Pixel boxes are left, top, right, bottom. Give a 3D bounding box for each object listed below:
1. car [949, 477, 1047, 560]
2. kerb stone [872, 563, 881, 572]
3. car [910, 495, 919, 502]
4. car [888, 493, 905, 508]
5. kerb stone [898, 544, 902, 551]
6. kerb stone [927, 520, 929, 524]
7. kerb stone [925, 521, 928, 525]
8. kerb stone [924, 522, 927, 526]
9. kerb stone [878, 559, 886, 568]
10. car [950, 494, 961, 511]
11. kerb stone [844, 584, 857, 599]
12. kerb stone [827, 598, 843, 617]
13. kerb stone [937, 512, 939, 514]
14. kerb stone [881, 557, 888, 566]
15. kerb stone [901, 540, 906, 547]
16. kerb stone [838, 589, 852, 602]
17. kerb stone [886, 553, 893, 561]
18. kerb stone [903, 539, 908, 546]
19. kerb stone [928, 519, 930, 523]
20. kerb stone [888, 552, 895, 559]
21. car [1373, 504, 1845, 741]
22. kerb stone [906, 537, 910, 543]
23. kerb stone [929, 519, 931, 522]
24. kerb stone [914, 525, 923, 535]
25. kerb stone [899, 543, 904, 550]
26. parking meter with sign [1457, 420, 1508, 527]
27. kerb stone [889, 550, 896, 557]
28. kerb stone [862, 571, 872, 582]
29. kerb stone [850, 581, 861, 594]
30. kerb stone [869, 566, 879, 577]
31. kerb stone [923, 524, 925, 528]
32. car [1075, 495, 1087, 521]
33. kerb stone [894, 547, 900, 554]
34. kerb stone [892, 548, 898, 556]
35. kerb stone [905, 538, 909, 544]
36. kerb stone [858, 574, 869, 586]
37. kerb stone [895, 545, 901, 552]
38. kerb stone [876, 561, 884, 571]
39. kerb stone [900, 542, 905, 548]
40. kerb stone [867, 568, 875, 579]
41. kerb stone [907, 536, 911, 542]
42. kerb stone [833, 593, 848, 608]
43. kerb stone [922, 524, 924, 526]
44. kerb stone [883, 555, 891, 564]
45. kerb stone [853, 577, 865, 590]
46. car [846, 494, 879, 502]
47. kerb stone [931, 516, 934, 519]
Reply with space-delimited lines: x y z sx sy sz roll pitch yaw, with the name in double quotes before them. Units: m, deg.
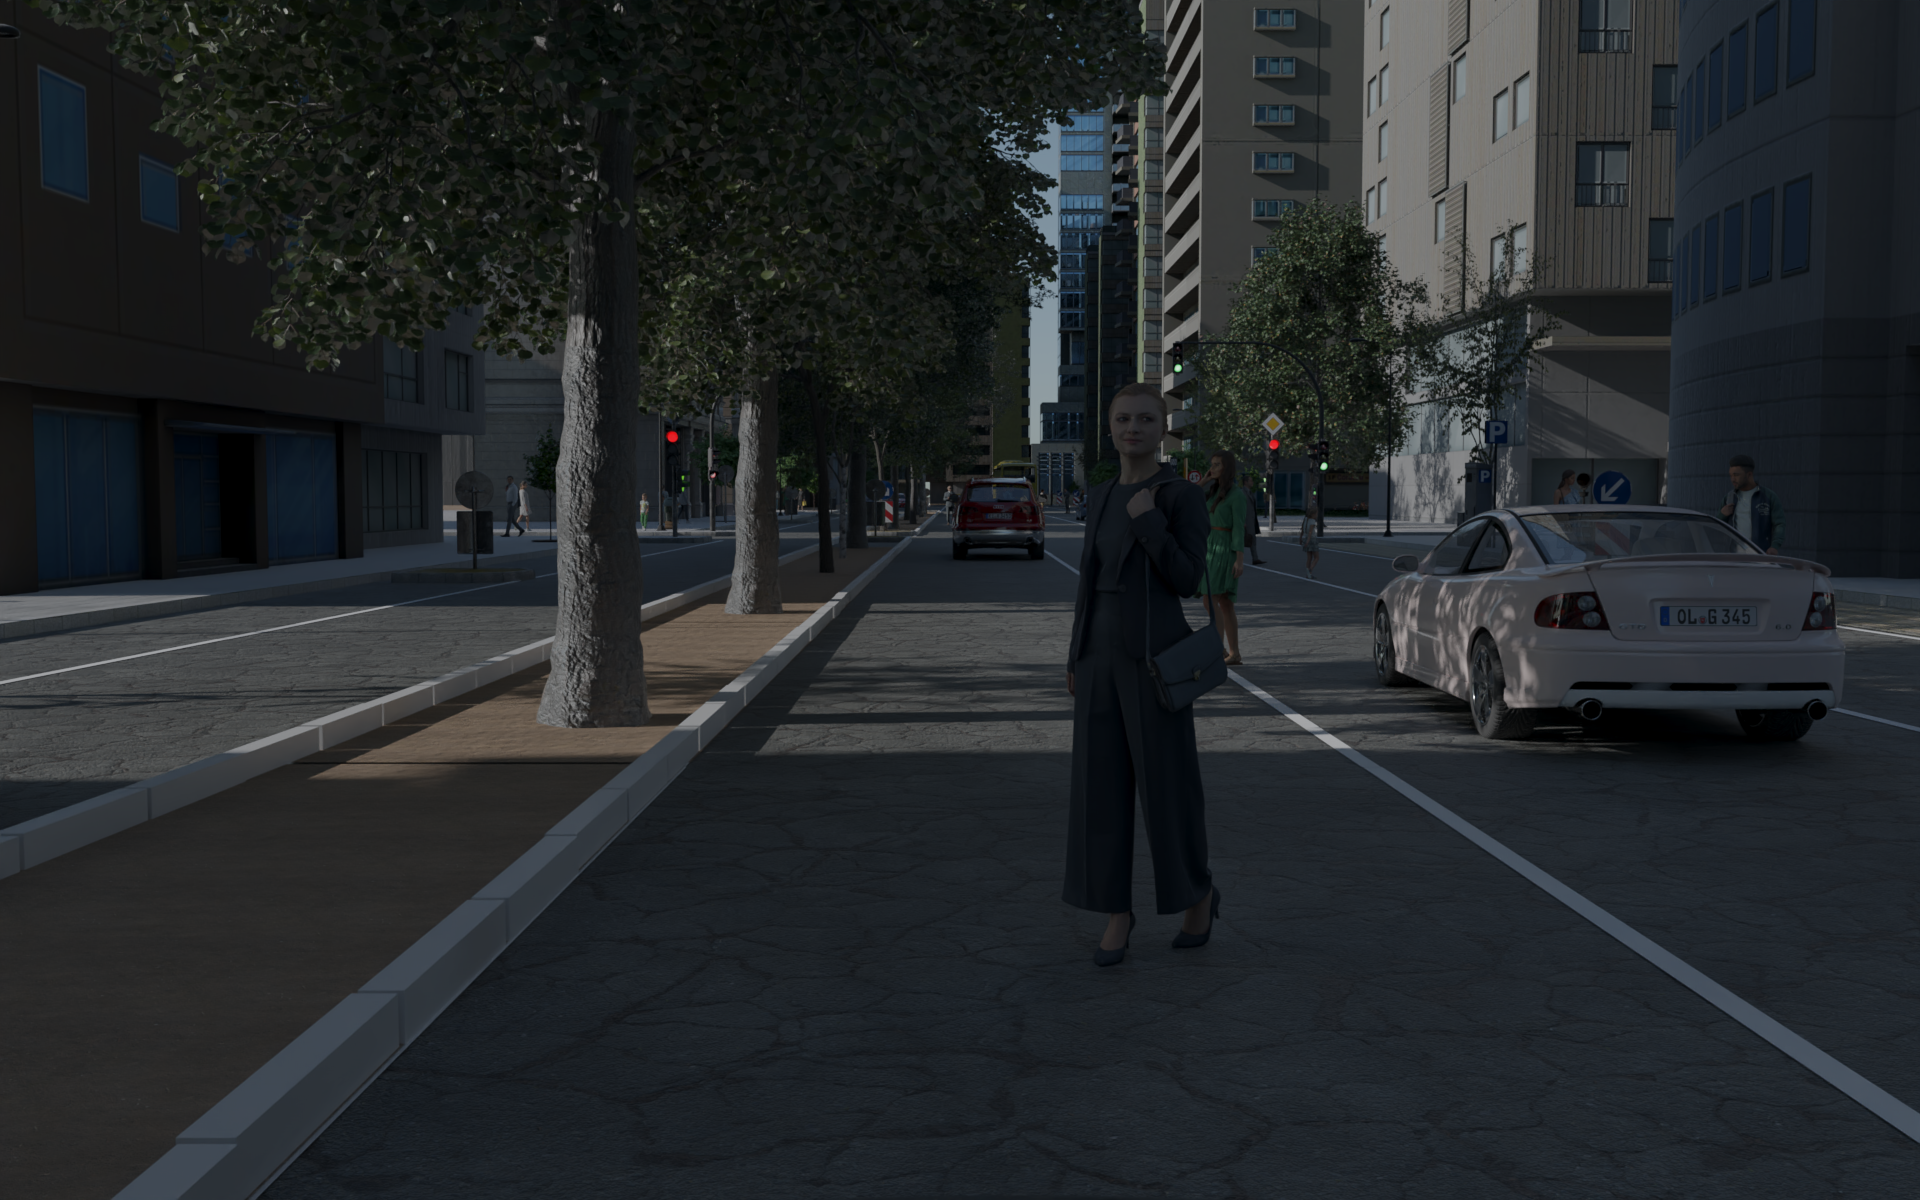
"car" 0.871 -1.883 39.460 2.281 1.827 5.304 0 4 1
"kerb stone" -1.525 -0.514 30.605 0.120 0.150 1.000 0 3 0
"car" -5.546 -11.643 202.720 2.083 1.381 4.827 0 4 1
"car" -5.747 -9.200 159.463 2.155 1.783 4.494 0 4 -1
"kerb stone" -1.531 -1.205 41.890 0.120 0.150 1.000 0 3 0
"kerb stone" -1.560 -3.372 77.324 0.120 0.150 1.000 0 3 0
"kerb stone" -1.553 -3.181 74.254 0.120 0.150 1.000 0 3 0
"kerb stone" -1.555 -3.055 72.208 0.120 0.150 1.000 0 3 0
"kerb stone" -1.519 -0.640 32.659 0.120 0.150 1.000 0 3 0
"car" -0.085 -8.342 146.621 2.015 1.641 3.980 0 4 -1
"kerb stone" -1.513 -0.076 23.436 0.120 0.150 1.000 0 3 0
"kerb stone" -1.503 0.112 20.370 0.120 0.150 1.000 0 3 0
"kerb stone" -1.591 -5.376 110.138 0.120 0.150 1.000 0 3 0
"kerb stone" -1.522 -0.702 33.681 0.120 0.150 1.000 0 3 0
"kerb stone" -1.534 -1.393 44.972 0.120 0.150 1.000 0 3 0
"kerb stone" -1.524 -0.013 22.414 0.120 0.150 1.000 0 3 0
"kerb stone" -1.522 -0.827 35.725 0.120 0.150 1.000 0 3 0
"kerb stone" -1.531 -1.456 46.001 0.120 0.150 1.000 0 3 0
"kerb stone" -1.552 -3.495 79.373 0.120 0.150 1.000 0 3 0
"kerb stone" -1.521 -0.882 36.755 0.120 0.150 1.000 0 3 0
"car" 4.026 0.055 11.471 2.083 1.381 4.827 0 4 2
"kerb stone" -1.535 -1.582 48.058 0.120 0.150 1.000 0 3 0
"kerb stone" -1.558 -3.622 81.419 0.120 0.150 1.000 0 3 0
"kerb stone" -1.548 -2.617 64.983 0.120 0.150 1.000 0 3 0
"kerb stone" -1.530 -1.267 42.912 0.120 0.150 1.000 0 3 0
"parking meter with sign" 12.566 -2.792 41.913 0.543 3.016 1.738 -1 4 -9
"kerb stone" -1.523 -0.952 37.791 0.120 0.150 1.000 0 3 0
"kerb stone" -1.521 -0.327 27.536 0.120 0.150 1.000 0 3 0
"kerb stone" -1.516 -0.138 24.458 0.120 0.150 1.000 0 3 0
"kerb stone" -1.513 -0.445 29.583 0.120 0.150 1.000 0 3 0
"kerb stone" -1.552 -2.805 68.064 0.120 0.150 1.000 0 3 0
"car" 7.286 -5.026 94.173 2.014 1.417 4.499 0 4 -1
"kerb stone" -1.527 -1.077 39.847 0.120 0.150 1.000 0 3 0
"kerb stone" -1.531 -1.017 38.820 0.120 0.150 1.000 0 3 0
"kerb stone" -1.535 -1.519 47.027 0.120 0.150 1.000 0 3 0
"kerb stone" -1.522 -0.264 26.510 0.120 0.150 1.000 0 3 0
"kerb stone" -1.530 -1.140 40.869 0.120 0.150 1.000 0 3 0
"kerb stone" -1.523 -0.577 31.629 0.120 0.150 1.000 0 3 0
"kerb stone" -1.527 -1.329 43.940 0.120 0.150 1.000 0 3 0
"kerb stone" -1.521 -0.389 28.561 0.120 0.150 1.000 0 3 0
"kerb stone" -1.535 -1.644 49.080 0.120 0.150 1.000 0 3 0
"kerb stone" -1.511 0.049 21.392 0.120 0.150 1.000 0 3 0
"kerb stone" -1.554 -2.743 67.042 0.120 0.150 1.000 0 3 0
"kerb stone" -1.516 -0.763 34.703 0.120 0.150 1.000 0 3 0
"kerb stone" -1.520 -0.201 25.486 0.120 0.150 1.000 0 3 0
"car" -5.849 -5.841 104.304 1.959 1.807 4.718 0 4 -2
"kerb stone" -1.568 -4.118 89.614 0.120 0.150 1.000 0 3 0
